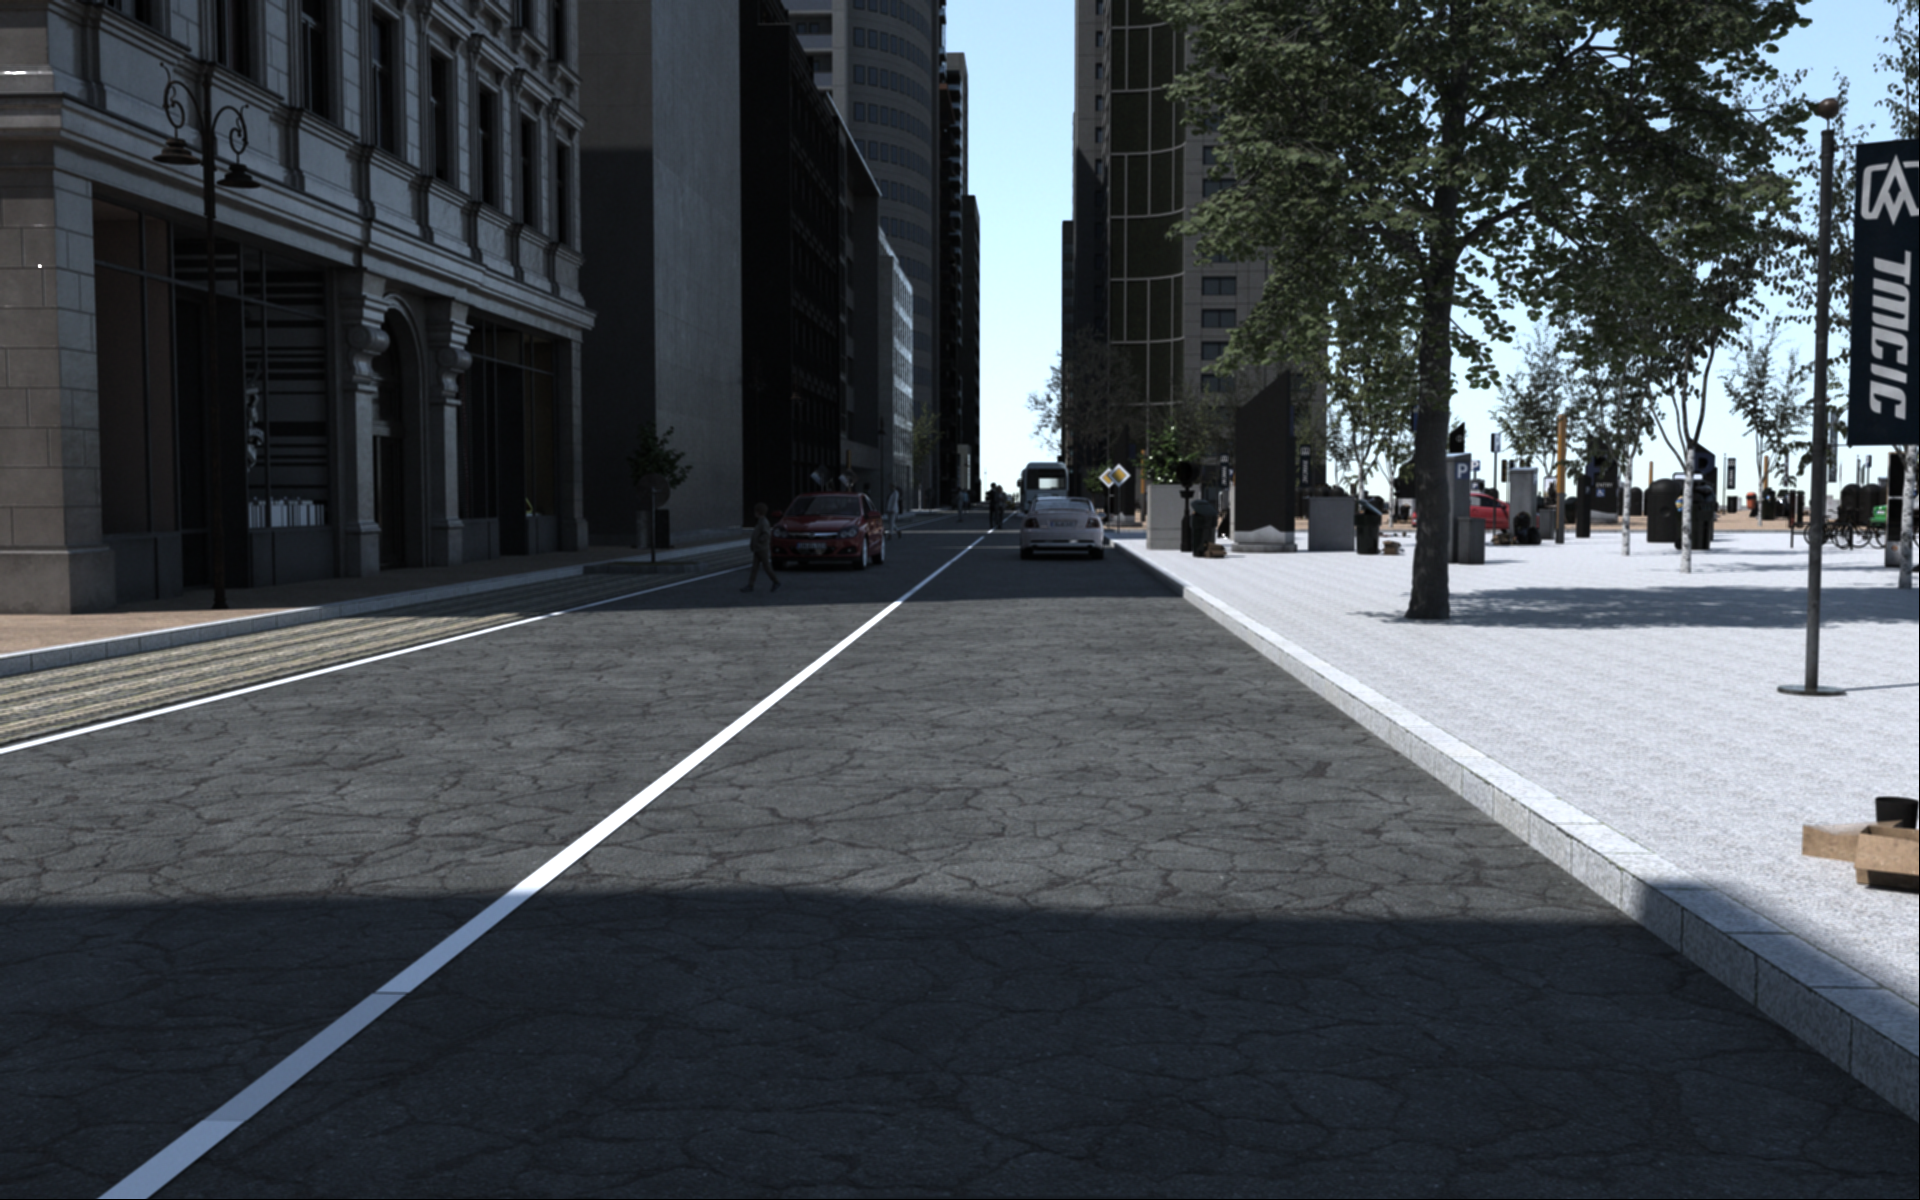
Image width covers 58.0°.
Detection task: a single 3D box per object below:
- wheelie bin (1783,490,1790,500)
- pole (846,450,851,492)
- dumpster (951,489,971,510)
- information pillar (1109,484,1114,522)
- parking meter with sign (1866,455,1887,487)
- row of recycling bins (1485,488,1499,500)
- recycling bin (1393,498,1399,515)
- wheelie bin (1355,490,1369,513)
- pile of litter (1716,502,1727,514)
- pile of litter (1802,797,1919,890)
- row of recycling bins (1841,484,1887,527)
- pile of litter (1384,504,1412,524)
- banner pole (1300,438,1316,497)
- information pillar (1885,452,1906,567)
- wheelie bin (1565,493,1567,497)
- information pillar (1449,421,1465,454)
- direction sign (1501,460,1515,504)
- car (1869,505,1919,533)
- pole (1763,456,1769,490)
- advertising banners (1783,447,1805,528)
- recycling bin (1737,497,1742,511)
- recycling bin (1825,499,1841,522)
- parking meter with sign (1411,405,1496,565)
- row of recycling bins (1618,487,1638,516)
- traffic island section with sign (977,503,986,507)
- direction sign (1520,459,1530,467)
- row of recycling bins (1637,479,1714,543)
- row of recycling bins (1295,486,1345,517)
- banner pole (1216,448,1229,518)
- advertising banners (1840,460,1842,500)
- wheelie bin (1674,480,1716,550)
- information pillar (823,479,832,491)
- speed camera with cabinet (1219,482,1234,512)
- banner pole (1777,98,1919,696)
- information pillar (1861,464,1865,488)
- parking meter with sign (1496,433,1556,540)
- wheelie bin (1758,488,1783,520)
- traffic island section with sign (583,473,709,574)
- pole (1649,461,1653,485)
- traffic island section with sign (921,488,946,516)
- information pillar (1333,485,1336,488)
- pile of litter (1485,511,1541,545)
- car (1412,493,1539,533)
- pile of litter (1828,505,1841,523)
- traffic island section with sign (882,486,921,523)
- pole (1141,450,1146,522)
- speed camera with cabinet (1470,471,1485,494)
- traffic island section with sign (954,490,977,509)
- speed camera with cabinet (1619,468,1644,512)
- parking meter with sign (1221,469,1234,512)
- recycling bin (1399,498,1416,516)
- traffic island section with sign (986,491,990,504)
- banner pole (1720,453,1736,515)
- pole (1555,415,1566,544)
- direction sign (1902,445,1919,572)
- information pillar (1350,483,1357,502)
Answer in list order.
[{"bbox_3d":[57.448,-6.908,120.847,0.693,1.594,0.980,-2,4,-30],"label":"wheelie bin"},{"bbox_3d":[-5.150,-5.282,80.200,0.158,3.312,0.155,0,3,0],"label":"pole"},{"bbox_3d":[0.090,-9.033,155.901,1.865,1.857,1.264,0,4,5],"label":"dumpster"},{"bbox_3d":[6.410,-4.173,72.715,0.304,2.012,0.304,1,4,9],"label":"information pillar"},{"bbox_3d":[41.467,-4.963,77.406,1.738,3.016,0.543,1,4,12],"label":"parking meter with sign"},{"bbox_3d":[35.723,-6.826,118.725,1.069,1.692,3.534,-1,4,-16],"label":"row of recycling bins"},{"bbox_3d":[26.162,-5.525,102.885,0.722,1.027,0.722,0,4,2],"label":"recycling bin"},{"bbox_3d":[20.947,-5.034,90.221,0.693,1.594,0.980,0,4,6],"label":"wheelie bin"},{"bbox_3d":[50.174,-6.151,114.533,1.719,0.858,1.176,-1,4,-16],"label":"pile of litter"},{"bbox_3d":[3.482,0.513,5.582,1.176,0.858,1.719,0,4,3],"label":"pile of litter"},{"bbox_3d":[36.244,-3.726,68.028,1.069,1.692,3.534,-2,4,-26],"label":"row of recycling bins"},{"bbox_3d":[19.392,-3.760,75.440,1.719,0.858,1.176,2,4,33],"label":"pile of litter"},{"bbox_3d":[15.536,-5.331,77.173,0.863,3.779,0.401,0,4,2],"label":"banner pole"},{"bbox_3d":[16.426,-1.582,30.352,0.304,2.012,0.304,3,4,36],"label":"information pillar"},{"bbox_3d":[44.484,-7.367,128.356,0.980,1.594,0.693,0,4,-1],"label":"wheelie bin"},{"bbox_3d":[16.033,-3.946,55.878,0.504,3.616,0.183,2,4,28],"label":"information pillar"},{"bbox_3d":[36.002,-7.453,113.848,0.876,3.537,0.379,-1,4,-8],"label":"direction sign"},{"bbox_3d":[33.187,-3.019,58.161,4.718,1.807,1.959,0,4,2],"label":"car"},{"bbox_3d":[42.787,-6.002,91.975,0.158,3.312,0.155,0,3,0],"label":"pole"},{"bbox_3d":[31.367,-4.221,65.205,2.074,3.025,0.090,-3,5,-43],"label":"advertising banners"},{"bbox_3d":[59.477,-7.348,132.694,0.722,1.027,0.722,1,4,23],"label":"recycling bin"},{"bbox_3d":[40.712,-4.160,80.571,0.722,1.027,0.722,2,4,32],"label":"recycling bin"},{"bbox_3d":[9.110,-2.197,32.189,0.543,3.016,1.738,-1,4,-21],"label":"parking meter with sign"},{"bbox_3d":[39.359,-5.810,102.104,3.534,1.692,1.069,1,4,15],"label":"row of recycling bins"},{"bbox_3d":[1.547,-11.153,190.973,1.989,1.847,2.006,0,4,3],"label":"traffic island section with sign"},{"bbox_3d":[37.007,-7.430,113.469,0.379,3.537,0.876,-2,4,-23],"label":"direction sign"},{"bbox_3d":[19.625,-2.440,47.007,1.069,1.692,3.534,3,5,40],"label":"row of recycling bins"},{"bbox_3d":[19.565,-5.368,94.884,1.069,1.692,3.534,-3,5,-40],"label":"row of recycling bins"},{"bbox_3d":[14.081,-6.320,93.341,0.863,3.779,0.401,1,4,14],"label":"banner pole"},{"bbox_3d":[45.088,-5.653,88.618,0.090,3.025,2.074,2,4,24],"label":"advertising banners"},{"bbox_3d":[16.990,-1.961,39.973,0.980,1.594,0.693,-2,4,-28],"label":"wheelie bin"},{"bbox_3d":[-5.514,-4.125,71.932,0.304,2.012,0.304,-3,5,-44],"label":"information pillar"},{"bbox_3d":[19.562,-7.982,124.845,0.660,3.252,2.038,-2,4,-32],"label":"speed camera with cabinet"},{"bbox_3d":[5.685,-1.279,10.935,0.863,3.779,0.401,2,4,34],"label":"banner pole"},{"bbox_3d":[69.627,-8.699,133.583,0.504,3.616,0.183,-3,5,-44],"label":"information pillar"},{"bbox_3d":[16.004,-3.236,49.177,1.738,3.016,0.543,3,4,37],"label":"parking meter with sign"},{"bbox_3d":[39.554,-4.704,84.812,0.693,1.594,0.980,0,4,-1],"label":"wheelie bin"},{"bbox_3d":[-5.685,-1.414,31.742,1.989,1.847,2.006,0,4,3],"label":"traffic island section with sign"},{"bbox_3d":[43.009,-6.973,107.853,0.158,3.312,0.155,0,3,0],"label":"pole"},{"bbox_3d":[-1.913,-6.487,114.694,1.989,1.847,2.006,0,4,3],"label":"traffic island section with sign"},{"bbox_3d":[29.880,-8.165,137.990,0.304,2.012,0.304,3,5,43],"label":"information pillar"},{"bbox_3d":[13.999,-1.828,43.857,1.719,0.858,1.176,-1,4,-20],"label":"pile of litter"},{"bbox_3d":[18.070,-3.138,60.350,4.494,1.783,2.155,0,4,2],"label":"car"},{"bbox_3d":[38.671,-3.789,75.908,1.176,0.858,1.719,1,4,23],"label":"pile of litter"},{"bbox_3d":[-3.160,-4.812,87.305,1.989,1.847,2.006,0,4,3],"label":"traffic island section with sign"},{"bbox_3d":[8.451,-5.263,79.894,0.158,3.312,0.155,0,3,0],"label":"pole"},{"bbox_3d":[30.435,-6.686,103.647,2.038,3.252,0.660,-2,4,-26],"label":"speed camera with cabinet"},{"bbox_3d":[0.322,-9.506,164.045,1.989,1.847,2.006,0,4,3],"label":"traffic island section with sign"},{"bbox_3d":[48.594,-8.032,125.652,2.038,3.252,0.660,1,4,20],"label":"speed camera with cabinet"},{"bbox_3d":[18.798,-7.706,122.257,0.543,3.016,1.738,0,4,-7],"label":"parking meter with sign"},{"bbox_3d":[26.070,-5.360,100.193,0.722,1.027,0.722,-3,5,-40],"label":"recycling bin"},{"bbox_3d":[4.078,-14.576,246.948,1.989,1.847,2.006,0,4,3],"label":"traffic island section with sign"},{"bbox_3d":[47.021,-7.094,105.998,0.863,3.779,0.401,3,4,37],"label":"banner pole"},{"bbox_3d":[15.480,-3.105,44.608,0.158,3.312,0.155,0,3,0],"label":"pole"},{"bbox_3d":[15.832,-2.226,28.394,0.876,3.537,0.379,-1,4,-11],"label":"direction sign"},{"bbox_3d":[26.937,-6.978,118.578,0.304,2.012,0.304,-2,4,-31],"label":"information pillar"}]
